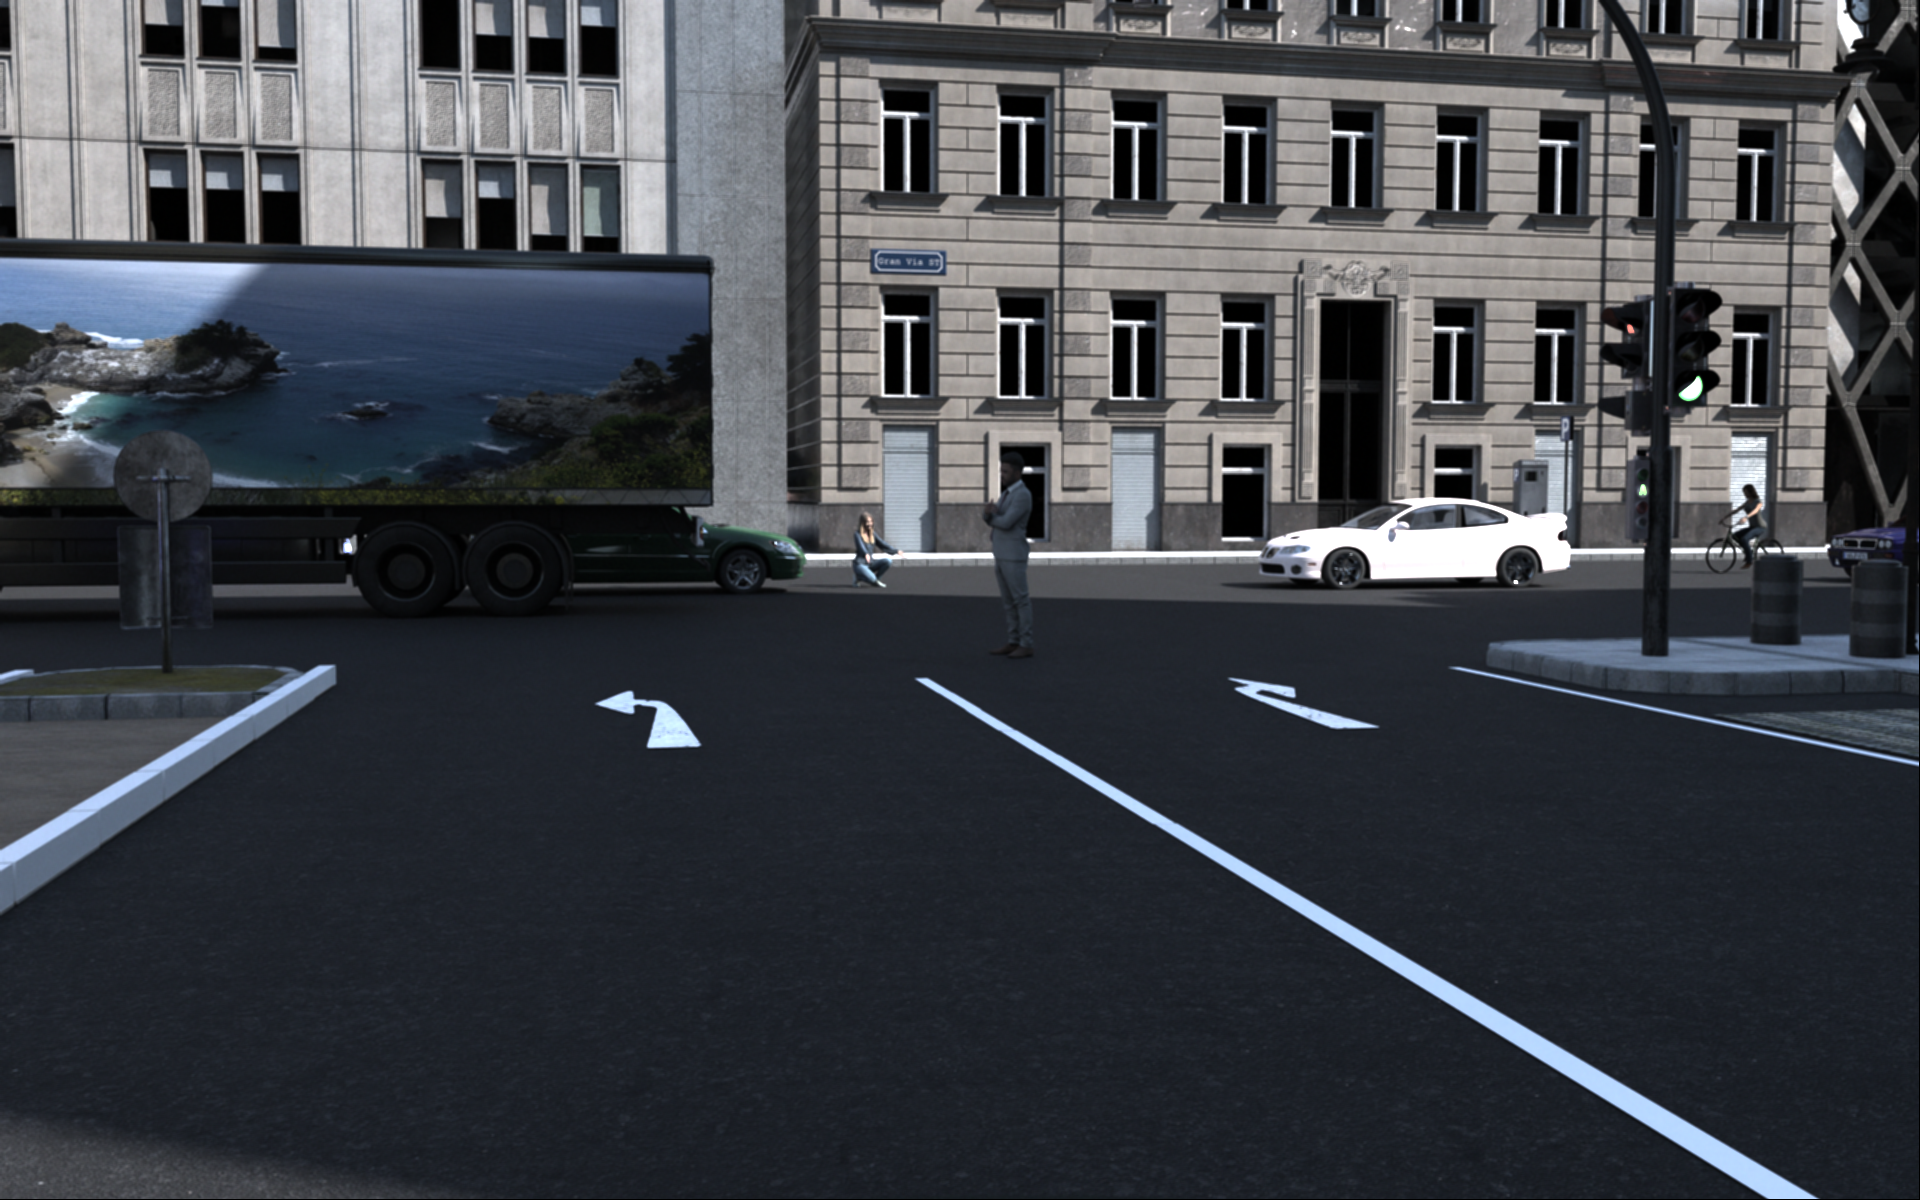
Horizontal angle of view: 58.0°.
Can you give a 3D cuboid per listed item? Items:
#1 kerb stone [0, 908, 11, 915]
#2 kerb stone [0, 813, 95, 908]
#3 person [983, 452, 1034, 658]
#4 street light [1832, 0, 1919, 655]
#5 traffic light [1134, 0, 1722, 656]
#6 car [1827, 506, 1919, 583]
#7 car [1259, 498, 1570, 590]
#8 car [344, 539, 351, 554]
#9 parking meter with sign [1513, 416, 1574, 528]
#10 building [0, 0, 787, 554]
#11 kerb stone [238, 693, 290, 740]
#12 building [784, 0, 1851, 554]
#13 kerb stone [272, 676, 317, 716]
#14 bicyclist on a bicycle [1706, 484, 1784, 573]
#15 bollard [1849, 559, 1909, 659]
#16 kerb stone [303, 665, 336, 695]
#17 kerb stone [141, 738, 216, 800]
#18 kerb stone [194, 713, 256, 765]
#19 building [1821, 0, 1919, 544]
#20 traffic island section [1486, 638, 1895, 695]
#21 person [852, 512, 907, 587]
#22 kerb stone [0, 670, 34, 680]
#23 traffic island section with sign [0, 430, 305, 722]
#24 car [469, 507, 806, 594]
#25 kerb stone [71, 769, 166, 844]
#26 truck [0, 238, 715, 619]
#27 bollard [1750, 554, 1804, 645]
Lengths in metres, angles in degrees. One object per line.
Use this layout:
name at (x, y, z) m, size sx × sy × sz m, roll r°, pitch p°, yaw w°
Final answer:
kerb stone at (-3.249, 1.020, 5.514) m, size 0.120 × 0.150 × 1.000 m, roll -1°, pitch 4°, yaw -11°
kerb stone at (-3.449, 0.959, 6.519) m, size 0.120 × 0.150 × 1.000 m, roll -1°, pitch 4°, yaw -11°
person at (0.403, -0.405, 15.301) m, size 0.466 × 1.800 × 0.511 m, roll -2°, pitch 4°, yaw -32°
street light at (7.610, -2.504, 13.732) m, size 0.468 × 5.910 × 1.993 m, roll -1°, pitch 4°, yaw -11°
traffic light at (3.465, -2.353, 13.134) m, size 4.771 × 5.953 × 1.251 m, roll -1°, pitch 4°, yaw -11°
car at (16.492, -0.982, 28.643) m, size 3.894 × 1.354 × 1.945 m, roll -1°, pitch 4°, yaw -12°
car at (7.057, -0.896, 27.008) m, size 4.827 × 1.381 × 2.083 m, roll -1°, pitch 4°, yaw -10°
car at (-12.351, -1.223, 29.594) m, size 3.694 × 1.707 × 1.945 m, roll -1°, pitch 4°, yaw -10°
parking meter with sign at (12.790, -2.606, 38.873) m, size 1.738 × 3.016 × 0.543 m, roll 0°, pitch 4°, yaw -3°
building at (-14.492, -13.519, 39.061) m, size 19.932 × 24.808 × 12.078 m, roll -1°, pitch 4°, yaw -11°
kerb stone at (-4.254, 0.712, 10.547) m, size 0.120 × 0.150 × 1.000 m, roll -1°, pitch 4°, yaw -11°
building at (7.790, -15.085, 43.901) m, size 25.104 × 27.353 × 12.463 m, roll -1°, pitch 4°, yaw -11°
kerb stone at (-4.455, 0.651, 11.552) m, size 0.120 × 0.150 × 1.000 m, roll -1°, pitch 4°, yaw -11°
bicyclist on a bicycle at (14.236, -1.306, 31.368) m, size 1.625 × 1.676 × 1.499 m, roll -1°, pitch 4°, yaw -12°
bollard at (7.258, 0.063, 13.679) m, size 0.404 × 0.777 × 0.398 m, roll 0°, pitch 3°, yaw 0°
kerb stone at (-4.666, 0.596, 12.557) m, size 0.120 × 0.150 × 1.000 m, roll -1°, pitch 4°, yaw -11°
kerb stone at (-3.855, 0.836, 8.535) m, size 0.120 × 0.150 × 1.000 m, roll -1°, pitch 4°, yaw -11°
kerb stone at (-4.058, 0.774, 9.539) m, size 0.120 × 0.150 × 1.000 m, roll -1°, pitch 4°, yaw -11°
building at (27.977, -11.188, 50.370) m, size 16.811 × 18.784 × 16.820 m, roll -1°, pitch 4°, yaw -11°
traffic island section at (5.540, 0.518, 13.804) m, size 2.009 × 0.180 × 2.903 m, roll -1°, pitch 4°, yaw -11°
person at (-1.280, -0.778, 26.713) m, size 1.012 × 1.151 × 0.738 m, roll -3°, pitch 5°, yaw -43°
kerb stone at (-6.725, 0.614, 12.150) m, size 0.120 × 0.150 × 1.000 m, roll -1°, pitch 4°, yaw -11°
traffic island section with sign at (-5.591, -0.226, 11.834) m, size 2.006 × 1.907 × 1.989 m, roll -1°, pitch 4°, yaw -11°
car at (-4.701, -0.823, 25.261) m, size 4.920 × 1.459 × 2.131 m, roll -1°, pitch 4°, yaw -13°
kerb stone at (-3.654, 0.897, 7.523) m, size 0.120 × 0.150 × 1.000 m, roll -1°, pitch 4°, yaw -11°
truck at (-8.633, -1.935, 20.543) m, size 11.283 × 4.237 × 2.839 m, roll -1°, pitch 4°, yaw -11°
bollard at (7.018, -0.010, 14.882) m, size 0.404 × 0.777 × 0.398 m, roll 0°, pitch 3°, yaw 0°
